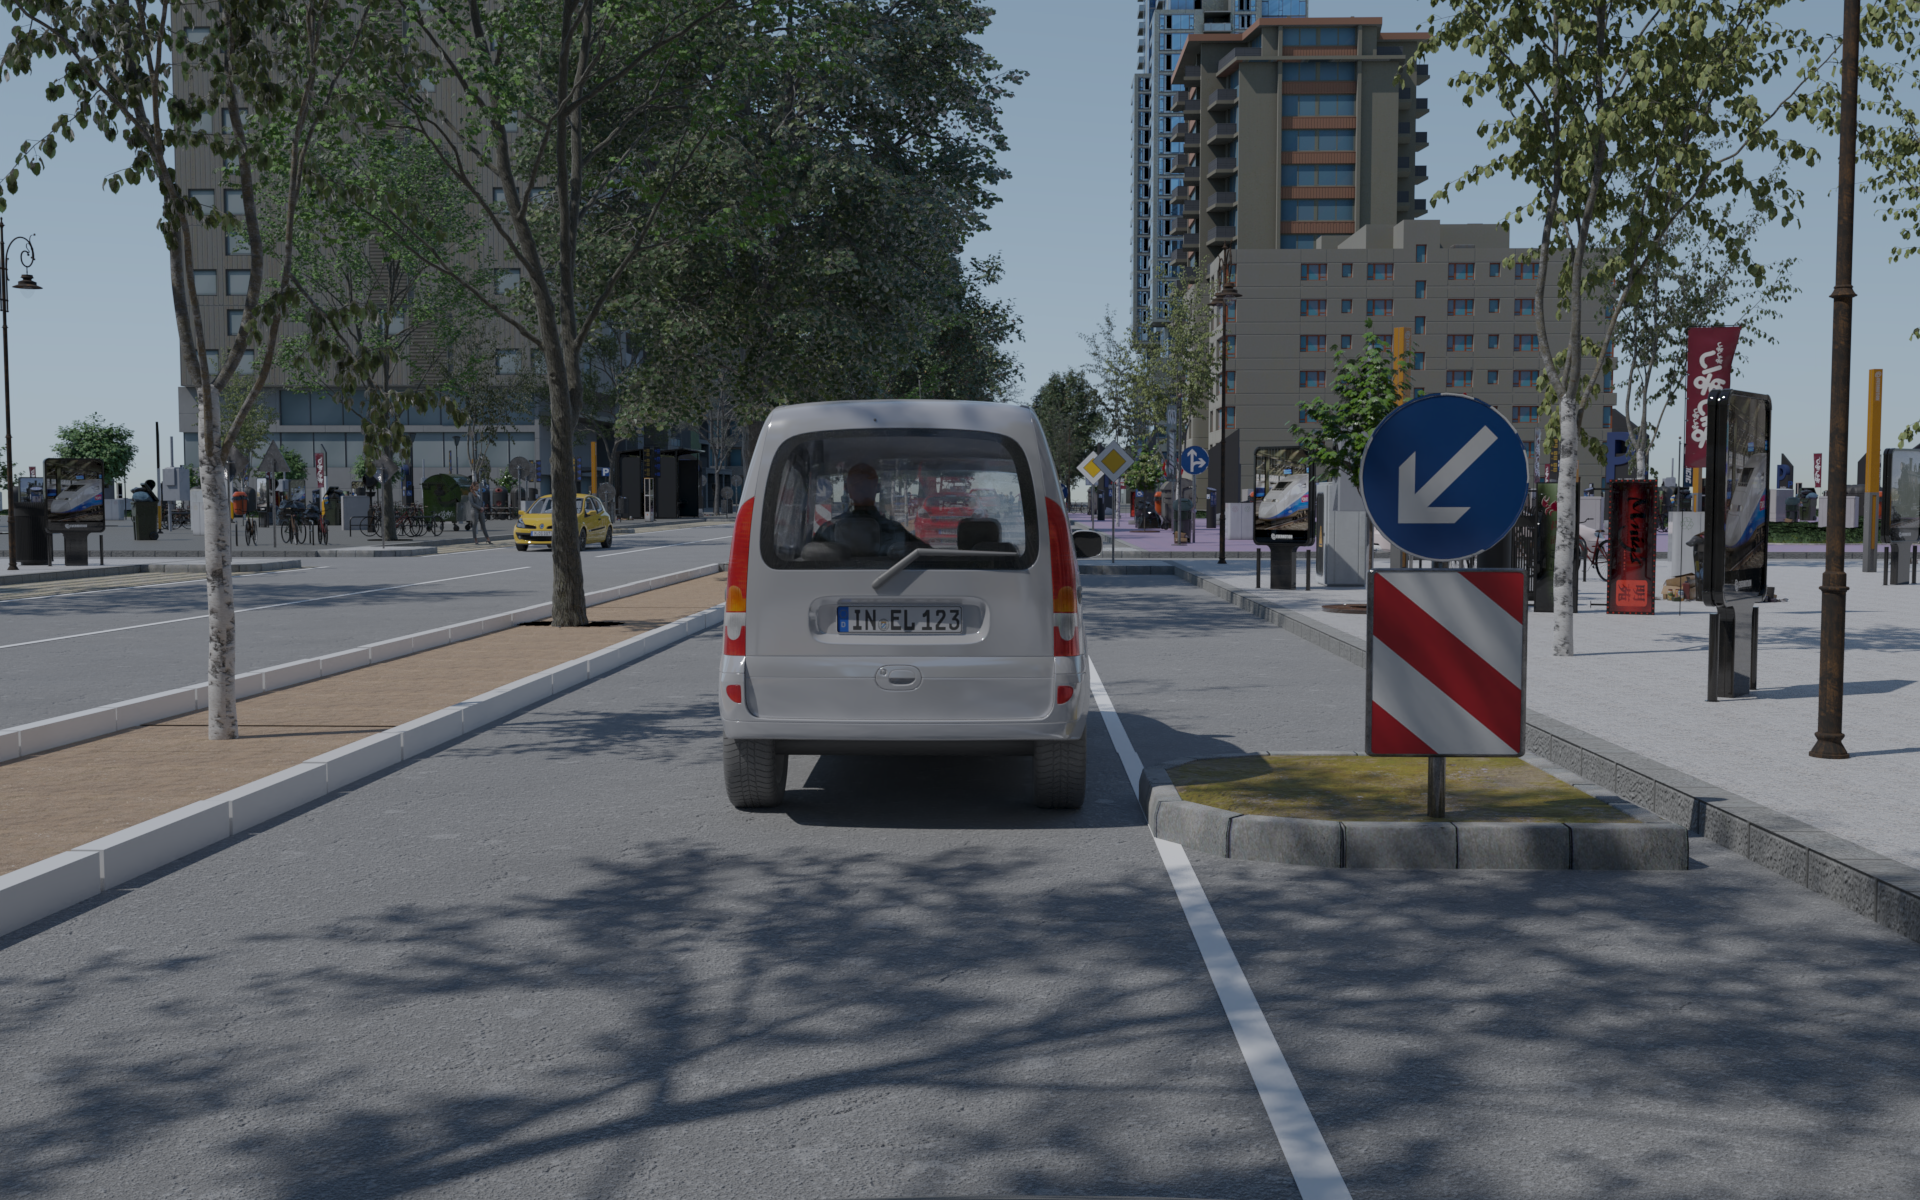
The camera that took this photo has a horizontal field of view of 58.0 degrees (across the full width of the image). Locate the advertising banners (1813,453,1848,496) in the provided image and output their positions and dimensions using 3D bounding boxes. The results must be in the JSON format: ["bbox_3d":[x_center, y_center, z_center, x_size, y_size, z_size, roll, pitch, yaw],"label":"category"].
[{"bbox_3d":[36.733,-4.708,73.155,0.090,3.025,2.074,-1,4,-13],"label":"advertising banners"}]

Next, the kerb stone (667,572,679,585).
[{"bbox_3d":[-4.625,-0.314,27.336,0.120,0.150,1.000,0,4,2],"label":"kerb stone"}]

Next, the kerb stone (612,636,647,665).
[{"bbox_3d":[-2.888,0.446,14.935,0.120,0.150,1.000,0,4,2],"label":"kerb stone"}]

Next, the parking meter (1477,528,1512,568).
[{"bbox_3d":[6.054,-0.686,19.627,0.372,1.533,0.369,0,3,0],"label":"parking meter"}]

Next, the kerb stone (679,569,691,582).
[{"bbox_3d":[-4.592,-0.377,28.358,0.120,0.150,1.000,0,4,2],"label":"kerb stone"}]

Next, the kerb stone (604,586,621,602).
[{"bbox_3d":[-4.750,-0.058,23.234,0.120,0.150,1.000,0,4,2],"label":"kerb stone"}]

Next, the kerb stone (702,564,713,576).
[{"bbox_3d":[-4.528,-0.501,30.401,0.120,0.150,1.000,0,4,2],"label":"kerb stone"}]

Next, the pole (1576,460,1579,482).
[{"bbox_3d":[37.236,-6.774,104.604,0.158,3.312,0.155,0,3,0],"label":"pole"}]

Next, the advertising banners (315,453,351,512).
[{"bbox_3d":[-26.454,-4.702,73.063,2.074,3.025,0.090,2,4,28],"label":"advertising banners"}]

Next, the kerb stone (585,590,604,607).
[{"bbox_3d":[-4.776,-0.001,22.211,0.120,0.150,1.000,0,4,2],"label":"kerb stone"}]

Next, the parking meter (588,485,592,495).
[{"bbox_3d":[-23.487,-6.412,110.544,0.255,1.863,0.399,3,4,38],"label":"parking meter"}]

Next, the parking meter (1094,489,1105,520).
[{"bbox_3d":[6.864,-4.636,84.205,0.372,1.533,0.369,0,3,0],"label":"parking meter"}]

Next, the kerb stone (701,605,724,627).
[{"bbox_3d":[-2.764,0.193,19.038,0.120,0.150,1.000,0,4,2],"label":"kerb stone"}]

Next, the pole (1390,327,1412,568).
[{"bbox_3d":[5.422,-1.680,21.308,0.158,3.312,0.155,0,3,0],"label":"pole"}]

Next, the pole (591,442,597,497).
[{"bbox_3d":[-14.312,-4.522,67.779,0.158,3.312,0.155,0,3,0],"label":"pole"}]

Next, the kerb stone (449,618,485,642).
[{"bbox_3d":[-4.922,0.313,17.080,0.120,0.150,1.000,0,4,2],"label":"kerb stone"}]

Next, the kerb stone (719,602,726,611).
[{"bbox_3d":[-2.744,0.130,20.063,0.120,0.150,1.000,0,4,2],"label":"kerb stone"}]

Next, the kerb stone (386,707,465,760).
[{"bbox_3d":[-3.040,0.757,9.820,0.120,0.150,1.000,0,4,2],"label":"kerb stone"}]

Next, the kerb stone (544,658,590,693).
[{"bbox_3d":[-2.955,0.570,12.886,0.120,0.150,1.000,0,4,2],"label":"kerb stone"}]

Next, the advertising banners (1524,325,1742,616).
[{"bbox_3d":[7.104,-1.355,18.343,2.074,3.025,0.090,1,4,23],"label":"advertising banners"}]

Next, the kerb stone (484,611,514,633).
[{"bbox_3d":[-4.894,0.252,18.107,0.120,0.150,1.000,0,4,2],"label":"kerb stone"}]

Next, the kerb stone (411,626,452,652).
[{"bbox_3d":[-4.957,0.377,16.052,0.120,0.150,1.000,0,4,2],"label":"kerb stone"}]

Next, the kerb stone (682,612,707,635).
[{"bbox_3d":[-2.802,0.256,18.016,0.120,0.150,1.000,0,4,2],"label":"kerb stone"}]

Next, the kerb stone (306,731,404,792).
[{"bbox_3d":[-3.075,0.819,8.798,0.120,0.150,1.000,0,4,2],"label":"kerb stone"}]

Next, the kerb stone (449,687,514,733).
[{"bbox_3d":[-3.011,0.695,10.842,0.120,0.150,1.000,0,4,2],"label":"kerb stone"}]

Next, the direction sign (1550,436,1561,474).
[{"bbox_3d":[23.408,-4.623,67.576,0.379,3.537,0.876,-3,5,-40],"label":"direction sign"}]

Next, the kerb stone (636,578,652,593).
[{"bbox_3d":[-4.693,-0.189,25.289,0.120,0.150,1.000,0,4,2],"label":"kerb stone"}]

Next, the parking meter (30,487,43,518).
[{"bbox_3d":[-31.995,-3.157,60.021,0.372,1.533,0.369,0,3,0],"label":"parking meter"}]

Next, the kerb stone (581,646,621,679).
[{"bbox_3d":[-2.914,0.509,13.913,0.120,0.150,1.000,0,4,2],"label":"kerb stone"}]

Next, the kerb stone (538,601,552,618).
[{"bbox_3d":[-4.841,0.125,20.158,0.120,0.150,1.000,0,4,2],"label":"kerb stone"}]

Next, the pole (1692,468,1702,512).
[{"bbox_3d":[17.990,-2.960,42.245,0.158,3.312,0.155,0,3,0],"label":"pole"}]

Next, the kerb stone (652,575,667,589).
[{"bbox_3d":[-4.653,-0.252,26.311,0.120,0.150,1.000,0,4,2],"label":"kerb stone"}]

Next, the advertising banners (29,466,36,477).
[{"bbox_3d":[-57.735,-6.906,109.097,2.074,3.025,0.090,1,4,13],"label":"advertising banners"}]

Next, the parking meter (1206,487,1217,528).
[{"bbox_3d":[9.436,-3.461,65.001,0.372,1.533,0.369,0,3,0],"label":"parking meter"}]

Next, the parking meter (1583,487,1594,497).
[{"bbox_3d":[23.721,-3.483,65.351,0.372,1.533,0.369,0,3,0],"label":"parking meter"}]

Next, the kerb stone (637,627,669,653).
[{"bbox_3d":[-2.859,0.382,15.957,0.120,0.150,1.000,0,4,2],"label":"kerb stone"}]

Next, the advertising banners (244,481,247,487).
[{"bbox_3d":[-47.960,-7.274,115.114,2.074,3.025,0.090,2,4,30],"label":"advertising banners"}]

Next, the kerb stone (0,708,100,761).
[{"bbox_3d":[-5.139,0.752,9.895,0.120,0.150,1.000,0,4,2],"label":"kerb stone"}]

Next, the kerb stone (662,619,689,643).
[{"bbox_3d":[-2.834,0.324,16.987,0.120,0.150,1.000,0,4,2],"label":"kerb stone"}]

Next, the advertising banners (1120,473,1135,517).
[{"bbox_3d":[9.725,-6.115,96.166,2.074,3.025,0.090,1,4,20],"label":"advertising banners"}]

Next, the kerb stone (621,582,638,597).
[{"bbox_3d":[-4.715,-0.122,24.260,0.120,0.150,1.000,0,4,2],"label":"kerb stone"}]

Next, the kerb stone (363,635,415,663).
[{"bbox_3d":[-4.982,0.439,15.024,0.120,0.150,1.000,0,4,2],"label":"kerb stone"}]

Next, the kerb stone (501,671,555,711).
[{"bbox_3d":[-2.987,0.632,11.864,0.120,0.150,1.000,0,4,2],"label":"kerb stone"}]

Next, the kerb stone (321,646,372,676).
[{"bbox_3d":[-5.020,0.510,13.998,0.120,0.150,1.000,0,4,2],"label":"kerb stone"}]

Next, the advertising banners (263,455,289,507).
[{"bbox_3d":[-30.727,-4.996,77.877,0.090,3.025,2.074,1,4,9],"label":"advertising banners"}]

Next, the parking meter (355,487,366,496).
[{"bbox_3d":[-22.661,-3.492,65.502,0.372,1.533,0.369,0,3,0],"label":"parking meter"}]

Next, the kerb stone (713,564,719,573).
[{"bbox_3d":[-4.498,-0.564,31.424,0.120,0.150,1.000,0,4,2],"label":"kerb stone"}]

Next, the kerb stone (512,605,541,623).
[{"bbox_3d":[-4.857,0.188,19.129,0.120,0.150,1.000,0,4,2],"label":"kerb stone"}]

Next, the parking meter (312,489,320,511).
[{"bbox_3d":[-32.389,-4.815,87.134,0.372,1.533,0.369,0,3,0],"label":"parking meter"}]

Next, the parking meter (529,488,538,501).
[{"bbox_3d":[-17.077,-3.728,69.364,0.372,1.533,0.369,0,3,0],"label":"parking meter"}]

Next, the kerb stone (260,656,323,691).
[{"bbox_3d":[-5.051,0.564,12.975,0.120,0.150,1.000,0,4,2],"label":"kerb stone"}]

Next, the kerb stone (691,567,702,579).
[{"bbox_3d":[-4.561,-0.437,29.380,0.120,0.150,1.000,0,4,2],"label":"kerb stone"}]

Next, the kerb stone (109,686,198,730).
[{"bbox_3d":[-5.115,0.690,10.917,0.120,0.150,1.000,0,4,2],"label":"kerb stone"}]

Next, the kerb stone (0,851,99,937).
[{"bbox_3d":[-3.162,1.008,5.720,0.120,0.150,1.000,0,4,2],"label":"kerb stone"}]

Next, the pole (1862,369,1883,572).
[{"bbox_3d":[14.918,-2.108,28.309,0.158,3.312,0.155,0,3,0],"label":"pole"}]

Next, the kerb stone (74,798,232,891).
[{"bbox_3d":[-3.133,0.945,6.750,0.120,0.150,1.000,0,4,2],"label":"kerb stone"}]

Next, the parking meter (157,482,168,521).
[{"bbox_3d":[-37.781,-4.670,82.070,0.255,1.863,0.399,3,4,36],"label":"parking meter"}]

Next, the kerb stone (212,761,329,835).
[{"bbox_3d":[-3.099,0.886,7.772,0.120,0.150,1.000,0,4,2],"label":"kerb stone"}]

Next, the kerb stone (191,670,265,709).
[{"bbox_3d":[-5.082,0.627,11.939,0.120,0.150,1.000,0,4,2],"label":"kerb stone"}]
